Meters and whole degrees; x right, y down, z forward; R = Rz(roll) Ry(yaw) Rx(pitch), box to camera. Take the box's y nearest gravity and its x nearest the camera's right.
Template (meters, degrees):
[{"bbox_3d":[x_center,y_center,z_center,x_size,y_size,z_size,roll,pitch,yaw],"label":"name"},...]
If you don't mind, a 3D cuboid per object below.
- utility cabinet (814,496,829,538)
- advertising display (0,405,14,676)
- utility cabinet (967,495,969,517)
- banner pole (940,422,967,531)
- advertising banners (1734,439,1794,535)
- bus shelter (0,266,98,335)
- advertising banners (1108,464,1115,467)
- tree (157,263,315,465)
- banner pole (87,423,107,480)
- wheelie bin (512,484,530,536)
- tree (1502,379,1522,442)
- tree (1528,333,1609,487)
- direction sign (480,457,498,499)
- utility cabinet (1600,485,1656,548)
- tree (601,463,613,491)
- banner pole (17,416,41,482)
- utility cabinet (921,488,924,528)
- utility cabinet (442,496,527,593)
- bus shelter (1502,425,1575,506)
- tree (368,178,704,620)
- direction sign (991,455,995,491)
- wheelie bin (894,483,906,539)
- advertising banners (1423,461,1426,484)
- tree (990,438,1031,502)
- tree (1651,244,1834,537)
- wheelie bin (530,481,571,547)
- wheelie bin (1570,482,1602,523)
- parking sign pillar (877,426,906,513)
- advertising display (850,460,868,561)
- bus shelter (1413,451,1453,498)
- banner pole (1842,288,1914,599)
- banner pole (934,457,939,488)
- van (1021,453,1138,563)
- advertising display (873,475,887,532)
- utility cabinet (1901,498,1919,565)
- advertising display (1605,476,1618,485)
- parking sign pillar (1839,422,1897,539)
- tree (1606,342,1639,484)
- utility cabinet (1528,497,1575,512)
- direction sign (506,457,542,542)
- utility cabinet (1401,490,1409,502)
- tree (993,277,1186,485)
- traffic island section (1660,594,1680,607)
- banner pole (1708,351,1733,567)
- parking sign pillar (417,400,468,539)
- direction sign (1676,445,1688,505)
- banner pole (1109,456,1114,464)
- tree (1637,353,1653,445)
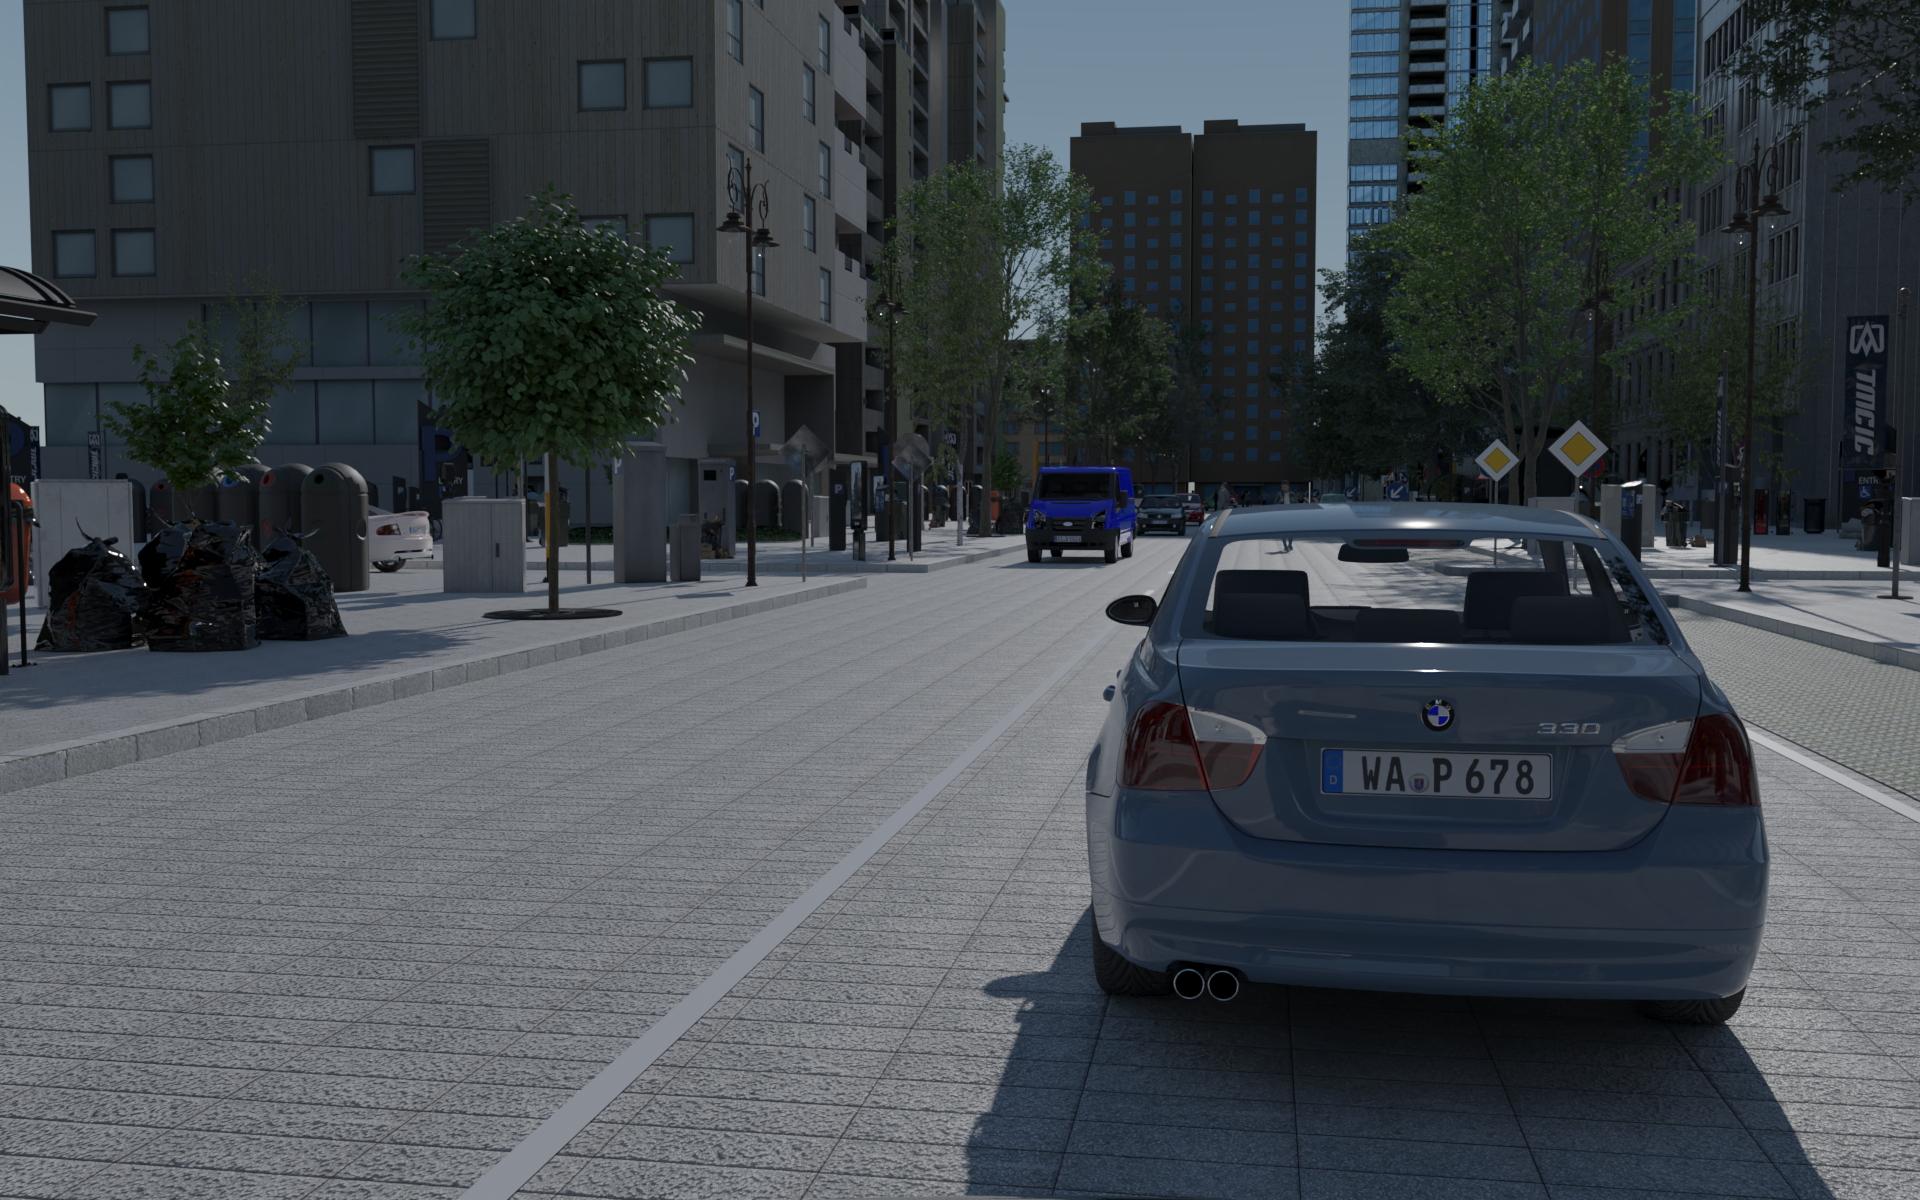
[{"bbox_3d":[-4.132,-2.465,51.459,0.306,1.237,1.020,1,4,15],"label":"utility cabinet"},{"bbox_3d":[-7.195,-0.425,12.169,0.974,1.923,0.123,0,4,-8],"label":"advertising display"},{"bbox_3d":[0.042,-5.125,94.955,0.306,1.237,1.020,3,4,39],"label":"utility cabinet"},{"bbox_3d":[-0.171,-4.278,59.957,0.863,3.779,0.401,-1,4,-18],"label":"banner pole"},{"bbox_3d":[25.192,-3.557,54.344,0.090,3.025,2.074,-2,4,-31],"label":"advertising banners"},{"bbox_3d":[-9.065,-1.153,12.781,2.014,3.302,5.546,1,4,10],"label":"bus shelter"},{"bbox_3d":[8.397,-6.519,102.773,0.090,3.025,2.074,-3,5,-42],"label":"advertising banners"},{"bbox_3d":[-22.571,-6.372,54.537,4.737,8.622,4.395,0,3,0],"label":"tree"},{"bbox_3d":[-30.187,-4.328,60.775,0.863,3.779,0.401,0,4,5],"label":"banner pole"},{"bbox_3d":[-13.171,-2.729,52.524,0.980,1.594,0.693,1,4,14],"label":"wheelie bin"},{"bbox_3d":[32.352,-8.998,97.485,4.737,8.622,4.395,0,3,0],"label":"tree"},{"bbox_3d":[28.326,-7.842,78.582,4.737,8.622,4.395,0,3,0],"label":"tree"},{"bbox_3d":[-13.225,-3.513,49.430,0.876,3.537,0.379,-1,4,-11],"label":"direction sign"},{"bbox_3d":[15.690,-1.958,40.693,1.173,1.500,0.318,0,4,0],"label":"utility cabinet"},{"bbox_3d":[-11.560,-3.960,59.348,1.663,3.219,1.824,0,3,0],"label":"tree"},{"bbox_3d":[-30.052,-4.027,55.861,0.863,3.779,0.401,0,4,-5],"label":"banner pole"},{"bbox_3d":[-1.803,-3.392,64.135,0.318,1.500,1.173,-3,4,-37],"label":"utility cabinet"},{"bbox_3d":[-6.204,-0.699,22.598,1.020,1.237,0.306,0,4,-4],"label":"utility cabinet"},{"bbox_3d":[20.391,-4.267,61.053,1.731,3.624,6.357,1,4,10],"label":"bus shelter"},{"bbox_3d":[-4.374,-2.106,18.152,4.285,4.588,4.351,0,3,0],"label":"tree"},{"bbox_3d":[1.939,-6.692,101.403,0.379,3.537,0.876,-1,4,-14],"label":"direction sign"},{"bbox_3d":[-1.612,-2.522,49.142,0.980,1.594,0.693,-3,4,-37],"label":"wheelie bin"},{"bbox_3d":[23.080,-5.329,83.318,2.074,3.025,0.090,-1,4,-17],"label":"advertising banners"},{"bbox_3d":[1.676,-3.977,59.628,1.663,3.219,1.824,0,3,0],"label":"tree"},{"bbox_3d":[23.015,-6.141,50.769,4.737,8.622,4.395,0,3,0],"label":"tree"},{"bbox_3d":[-9.887,-2.099,42.229,0.693,1.594,0.980,-3,4,-37],"label":"wheelie bin"},{"bbox_3d":[16.117,-2.241,44.542,0.980,1.594,0.693,-3,5,-42],"label":"wheelie bin"},{"bbox_3d":[-2.625,-4.930,69.072,1.447,3.967,1.447,-2,4,-30],"label":"parking sign pillar"},{"bbox_3d":[-1.949,-1.723,33.382,0.123,1.923,0.974,-1,4,-16],"label":"advertising display"},{"bbox_3d":[25.850,-6.336,94.873,1.731,3.624,6.357,1,4,10],"label":"bus shelter"},{"bbox_3d":[11.278,-1.911,21.262,0.863,3.779,0.401,2,4,28],"label":"banner pole"},{"bbox_3d":[-1.283,-6.835,101.766,0.401,3.779,0.863,-3,5,-41],"label":"banner pole"},{"bbox_3d":[2.684,-2.040,37.744,2.240,2.365,5.245,1,4,11],"label":"van"},{"bbox_3d":[-2.711,-3.272,58.708,0.123,1.923,0.974,-2,4,-25],"label":"advertising display"},{"bbox_3d":[17.604,-1.233,31.317,1.020,1.237,0.306,0,4,-1],"label":"utility cabinet"},{"bbox_3d":[23.376,-3.485,62.192,0.123,1.923,0.974,3,5,40],"label":"advertising display"},{"bbox_3d":[26.020,-3.736,49.562,1.447,3.967,1.447,-2,4,-34],"label":"parking sign pillar"},{"bbox_3d":[28.881,-7.239,68.724,4.737,8.622,4.395,0,3,0],"label":"tree"},{"bbox_3d":[12.519,-1.563,36.715,1.020,1.237,0.306,-1,4,-23],"label":"utility cabinet"},{"bbox_3d":[-11.536,-3.304,46.010,0.876,3.537,0.379,-2,4,-28],"label":"direction sign"},{"bbox_3d":[22.951,-4.950,89.618,0.318,1.500,1.173,2,4,30],"label":"utility cabinet"},{"bbox_3d":[4.869,-8.325,70.532,8.767,10.594,7.601,2,4,25],"label":"tree"},{"bbox_3d":[8.340,-0.071,23.438,2.009,0.180,2.903,1,4,10],"label":"traffic island section"},{"bbox_3d":[13.439,-2.483,30.609,0.401,3.779,0.863,1,4,12],"label":"banner pole"},{"bbox_3d":[-14.818,-3.742,49.660,1.447,3.967,1.447,-2,4,-29],"label":"parking sign pillar"},{"bbox_3d":[33.749,-5.444,80.998,0.379,3.537,0.876,-1,4,-12],"label":"direction sign"},{"bbox_3d":[9.100,-6.982,104.170,0.401,3.779,0.863,-1,4,-17],"label":"banner pole"},{"bbox_3d":[26.417,-6.731,60.421,4.737,8.622,4.395,0,3,0],"label":"tree"}]
